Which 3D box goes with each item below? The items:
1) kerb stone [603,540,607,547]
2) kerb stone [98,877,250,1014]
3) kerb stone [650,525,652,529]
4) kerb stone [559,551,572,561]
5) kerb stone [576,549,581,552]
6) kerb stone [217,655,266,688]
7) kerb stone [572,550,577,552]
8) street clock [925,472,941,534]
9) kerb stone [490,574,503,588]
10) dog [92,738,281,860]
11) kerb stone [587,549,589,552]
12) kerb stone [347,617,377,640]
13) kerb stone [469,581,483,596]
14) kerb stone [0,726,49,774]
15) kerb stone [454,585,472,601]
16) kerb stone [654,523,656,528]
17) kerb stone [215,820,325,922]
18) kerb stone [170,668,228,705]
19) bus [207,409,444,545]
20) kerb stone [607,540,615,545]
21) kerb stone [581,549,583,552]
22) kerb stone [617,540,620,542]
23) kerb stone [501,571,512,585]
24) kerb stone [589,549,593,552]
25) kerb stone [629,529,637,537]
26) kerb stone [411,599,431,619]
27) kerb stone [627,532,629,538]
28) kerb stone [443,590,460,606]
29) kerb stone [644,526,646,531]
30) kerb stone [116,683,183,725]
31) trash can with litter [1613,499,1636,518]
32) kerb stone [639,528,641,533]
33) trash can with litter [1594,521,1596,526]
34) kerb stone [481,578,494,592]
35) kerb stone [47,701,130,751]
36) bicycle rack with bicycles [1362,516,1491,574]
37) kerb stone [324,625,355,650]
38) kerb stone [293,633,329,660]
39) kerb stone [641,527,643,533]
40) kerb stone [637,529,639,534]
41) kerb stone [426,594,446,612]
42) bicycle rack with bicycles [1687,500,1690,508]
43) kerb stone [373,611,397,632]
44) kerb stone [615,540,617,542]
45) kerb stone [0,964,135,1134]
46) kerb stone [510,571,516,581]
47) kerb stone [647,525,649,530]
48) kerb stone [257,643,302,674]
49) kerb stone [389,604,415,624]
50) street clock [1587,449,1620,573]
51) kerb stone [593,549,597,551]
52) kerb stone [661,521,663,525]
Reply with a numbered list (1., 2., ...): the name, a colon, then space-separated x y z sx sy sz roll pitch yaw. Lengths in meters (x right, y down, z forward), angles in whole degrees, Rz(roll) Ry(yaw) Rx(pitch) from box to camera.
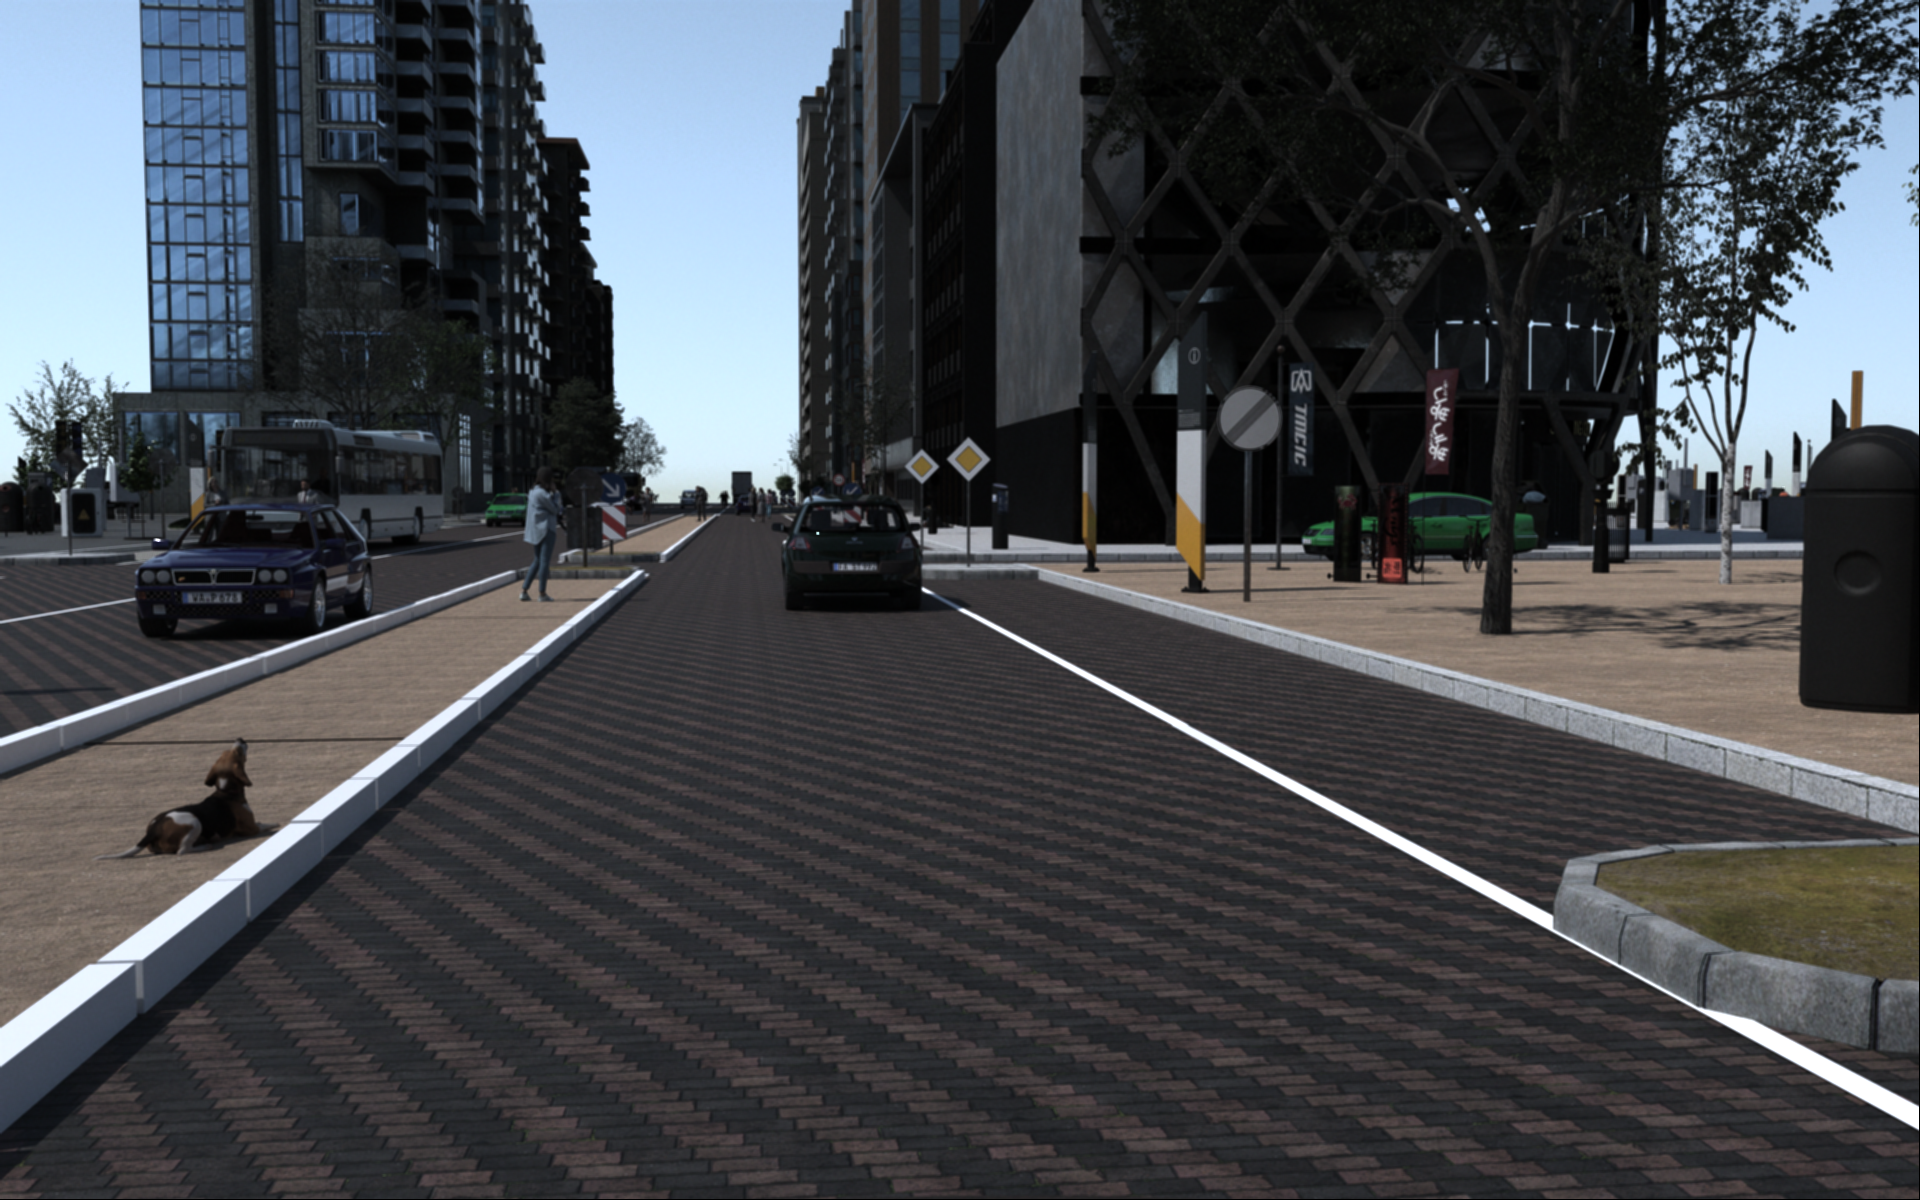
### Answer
1. kerb stone: -9.606 -1.470 46.237 0.120 0.150 1.000 0 4 -7
2. kerb stone: -2.371 1.036 5.259 0.120 0.150 1.000 0 4 -7
3. kerb stone: -12.407 -2.839 68.619 0.120 0.150 1.000 0 4 -7
4. kerb stone: -8.467 -0.910 37.078 0.120 0.150 1.000 0 4 -7
5. kerb stone: -8.721 -1.035 39.117 0.120 0.150 1.000 0 4 -7
6. kerb stone: -5.485 0.558 13.137 0.120 0.150 1.000 0 4 -7
7. kerb stone: -8.586 -0.969 38.094 0.120 0.150 1.000 0 4 -7
8. street clock: -0.875 -3.181 56.577 0.471 2.002 0.358 -3 5 -41
9. kerb stone: -7.132 -0.256 26.382 0.120 0.150 1.000 0 4 -7
10. dog: -3.160 0.802 7.077 0.748 0.427 0.550 -2 4 -27
11. kerb stone: -8.984 -1.156 41.158 0.120 0.150 1.000 0 4 -7
12. kerb stone: -5.990 0.305 17.204 0.120 0.150 1.000 0 4 -7
13. kerb stone: -6.880 -0.130 24.341 0.120 0.150 1.000 0 4 -7
14. kerb stone: -4.973 0.803 9.074 0.120 0.150 1.000 0 4 -7
15. kerb stone: -6.747 -0.069 23.320 0.120 0.150 1.000 0 4 -7
16. kerb stone: -12.787 -3.024 71.669 0.120 0.150 1.000 0 4 -7
17. kerb stone: -2.496 0.977 6.279 0.120 0.150 1.000 0 4 -7
18. kerb stone: -5.354 0.616 12.123 0.120 0.150 1.000 0 4 -7
19. bus: -16.178 -3.087 45.332 2.948 3.499 13.247 0 4 -5
20. kerb stone: -9.994 -1.651 49.282 0.120 0.150 1.000 0 4 -7
21. kerb stone: -8.843 -1.094 40.137 0.120 0.150 1.000 0 4 -7
22. kerb stone: -10.249 -1.781 51.320 0.120 0.150 1.000 0 4 -7
23. kerb stone: -7.259 -0.318 27.396 0.120 0.150 1.000 0 4 -7
24. kerb stone: -9.101 -1.221 42.173 0.120 0.150 1.000 0 4 -7
25. kerb stone: -11.261 -2.278 59.459 0.120 0.150 1.000 0 4 -7
26. kerb stone: -6.366 0.118 20.264 0.120 0.150 1.000 0 4 -7
27. kerb stone: -10.751 -2.030 55.392 0.120 0.150 1.000 0 4 -7
28. kerb stone: -6.621 0.000 22.303 0.120 0.150 1.000 0 4 -7
29. kerb stone: -11.900 -2.591 64.552 0.120 0.150 1.000 0 4 -7
30. kerb stone: -5.225 0.678 11.106 0.120 0.150 1.000 0 4 -7
31. trash can with litter: 36.245 -5.086 94.221 1.678 1.210 2.233 -3 4 -36
32. kerb stone: -11.516 -2.404 61.501 0.120 0.150 1.000 0 4 -7
33. trash can with litter: 24.905 -3.620 70.237 2.233 1.210 1.678 3 4 37
34. kerb stone: -7.003 -0.189 25.368 0.120 0.150 1.000 0 4 -7
35. kerb stone: -5.093 0.740 10.092 0.120 0.150 1.000 0 4 -7
36. bicycle rack with bicycles: 7.891 -0.953 28.971 2.852 0.926 2.925 1 4 18
37. kerb stone: -5.859 0.370 16.190 0.120 0.150 1.000 0 4 -7
38. kerb stone: -5.734 0.430 15.175 0.120 0.150 1.000 0 4 -7
39. kerb stone: -11.641 -2.467 62.523 0.120 0.150 1.000 0 4 -7
40. kerb stone: -11.390 -2.341 60.475 0.120 0.150 1.000 0 4 -7
41. kerb stone: -6.494 0.056 21.288 0.120 0.150 1.000 0 4 -7
42. bicycle rack with bicycles: 48.937 -6.296 116.320 2.852 0.926 2.925 -1 4 -17
43. kerb stone: -6.116 0.247 18.229 0.120 0.150 1.000 0 4 -7
44. kerb stone: -10.121 -1.717 50.297 0.120 0.150 1.000 0 4 -7
45. kerb stone: -2.255 1.099 4.243 0.120 0.150 1.000 0 4 -7
46. kerb stone: -7.386 -0.380 28.415 0.120 0.150 1.000 0 4 -7
47. kerb stone: -12.155 -2.714 66.587 0.120 0.150 1.000 0 4 -7
48. kerb stone: -5.595 0.491 14.160 0.120 0.150 1.000 0 4 -7
49. kerb stone: -6.244 0.180 19.249 0.120 0.150 1.000 0 4 -7
50. street clock: 10.435 -1.442 28.142 0.358 2.002 0.471 -2 4 -33
51. kerb stone: -9.357 -1.346 44.201 0.120 0.150 1.000 0 4 -7
52. kerb stone: -13.556 -3.400 77.782 0.120 0.150 1.000 0 4 -7
